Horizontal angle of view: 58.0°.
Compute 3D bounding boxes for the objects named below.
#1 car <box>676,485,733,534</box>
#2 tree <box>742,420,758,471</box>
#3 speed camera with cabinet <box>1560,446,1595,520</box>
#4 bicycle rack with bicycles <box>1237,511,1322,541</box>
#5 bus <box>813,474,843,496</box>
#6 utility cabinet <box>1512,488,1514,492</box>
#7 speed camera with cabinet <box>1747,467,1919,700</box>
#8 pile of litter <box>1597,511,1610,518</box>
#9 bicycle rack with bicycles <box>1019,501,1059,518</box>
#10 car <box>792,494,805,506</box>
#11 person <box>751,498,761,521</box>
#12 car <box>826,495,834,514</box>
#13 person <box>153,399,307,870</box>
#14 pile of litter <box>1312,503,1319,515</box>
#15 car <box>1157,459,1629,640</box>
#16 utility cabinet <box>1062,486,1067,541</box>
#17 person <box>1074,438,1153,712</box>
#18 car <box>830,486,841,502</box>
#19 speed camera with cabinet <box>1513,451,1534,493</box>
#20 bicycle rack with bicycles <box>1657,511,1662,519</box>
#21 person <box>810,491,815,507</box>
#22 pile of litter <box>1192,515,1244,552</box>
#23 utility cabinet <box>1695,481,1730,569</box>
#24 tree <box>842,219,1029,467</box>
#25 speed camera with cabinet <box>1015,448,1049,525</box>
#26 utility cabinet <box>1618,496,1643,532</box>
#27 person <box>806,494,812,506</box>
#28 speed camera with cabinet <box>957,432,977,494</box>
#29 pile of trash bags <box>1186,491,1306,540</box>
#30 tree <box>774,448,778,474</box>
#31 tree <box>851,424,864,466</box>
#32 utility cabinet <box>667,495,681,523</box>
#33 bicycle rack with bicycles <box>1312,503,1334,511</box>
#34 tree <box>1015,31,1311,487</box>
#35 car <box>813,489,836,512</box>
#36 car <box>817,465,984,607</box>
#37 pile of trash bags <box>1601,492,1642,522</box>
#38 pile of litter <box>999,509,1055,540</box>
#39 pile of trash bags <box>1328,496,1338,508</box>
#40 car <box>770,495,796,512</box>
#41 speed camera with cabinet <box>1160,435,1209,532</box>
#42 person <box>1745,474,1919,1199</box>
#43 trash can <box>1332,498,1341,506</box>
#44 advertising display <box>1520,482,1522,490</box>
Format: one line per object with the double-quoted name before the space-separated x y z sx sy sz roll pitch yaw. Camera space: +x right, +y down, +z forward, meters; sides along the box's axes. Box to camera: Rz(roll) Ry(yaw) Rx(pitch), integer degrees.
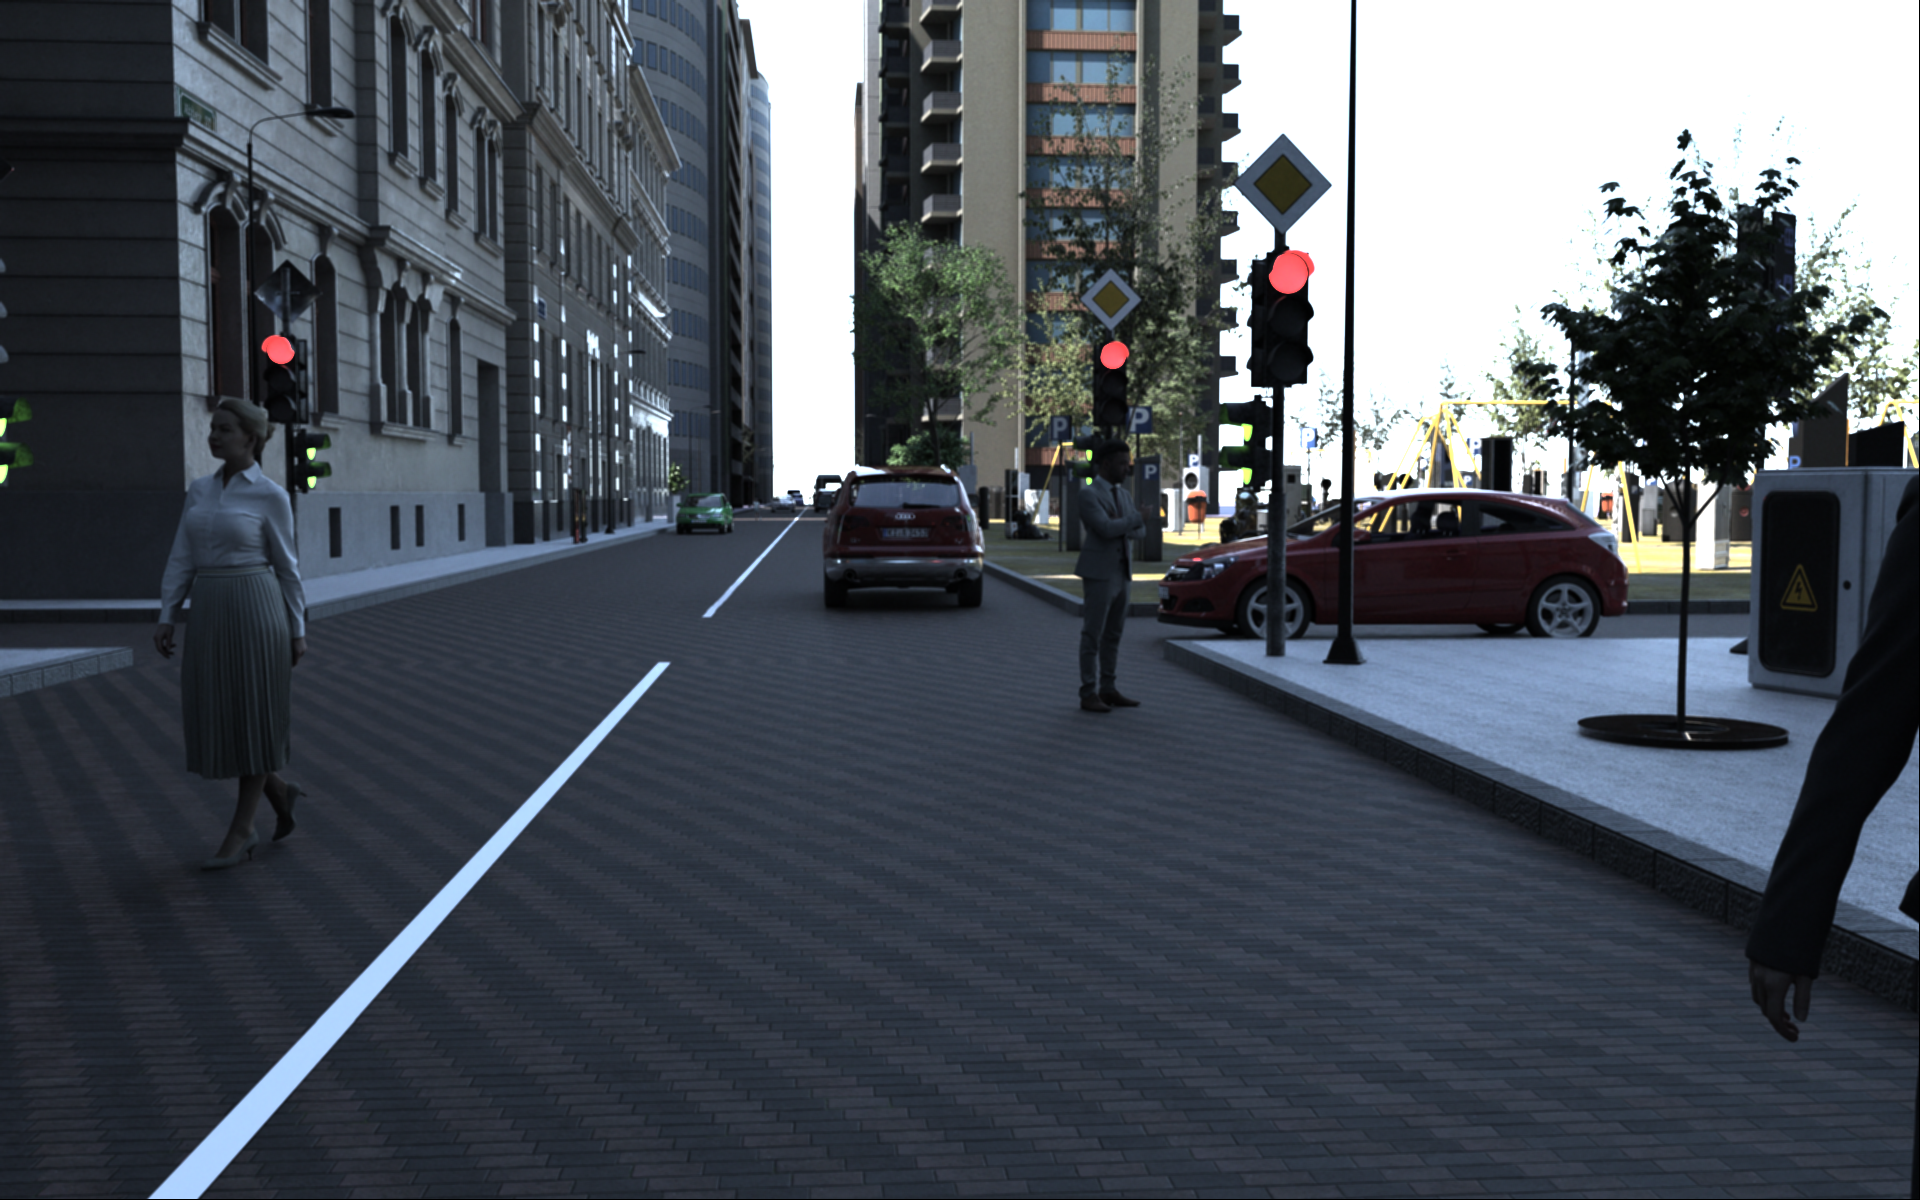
"car" -9.324 -3.339 63.391 1.959 1.807 4.718 0 4 -3
"tree" -22.069 -13.481 170.775 4.360 8.622 3.978 0 3 0
"speed camera with cabinet" 25.614 -4.740 71.842 2.038 3.252 0.660 -3 5 -45
"bicycle rack with bicycles" 6.146 -1.046 30.491 2.925 0.926 2.852 0 4 2
"bus" -12.514 -10.386 164.672 2.948 3.499 13.247 0 4 -5
"utility cabinet" 20.781 -3.570 67.054 1.173 1.500 0.318 0 4 7
"speed camera with cabinet" 5.778 -0.991 10.534 0.660 3.252 2.038 -1 4 -17
"pile of litter" 34.324 -4.749 91.616 1.719 0.858 1.176 -3 5 -43
"bicycle rack with bicycles" 3.933 -4.910 93.662 2.852 0.926 2.925 -2 4 -27
"car" -18.967 -11.744 201.604 1.945 1.707 3.694 0 4 -6
"person" -10.999 -4.884 93.368 0.505 1.210 0.382 -1 4 -22
"car" -7.970 -6.302 115.399 2.083 1.381 4.827 0 4 -5
"person" -2.820 0.115 6.846 0.478 1.798 0.641 1 4 20
"pile of litter" 20.489 -5.152 98.206 1.719 0.858 1.176 3 4 39
"car" 4.172 -0.484 16.950 4.494 1.783 2.155 0 4 -3
"utility cabinet" 3.308 -2.301 46.295 1.173 1.500 0.318 1 4 15
"person" 1.035 -0.173 11.513 0.466 1.800 0.511 2 4 27
"car" -5.129 -4.502 82.283 2.281 1.827 5.304 0 4 -5
"speed camera with cabinet" 26.008 -5.212 79.547 2.038 3.252 0.660 -3 5 -42
"bicycle rack with bicycles" 27.868 -3.242 66.390 2.852 0.926 2.925 0 4 -8
"person" -16.327 -11.278 192.981 0.705 1.814 1.350 1 4 20
"pile of litter" 5.269 -1.313 35.440 1.176 0.858 1.719 2 4 35
"utility cabinet" 12.846 -1.274 29.509 0.318 1.500 1.173 2 4 35
"tree" -0.968 -8.607 66.473 9.928 11.665 9.643 0 3 0
"speed camera with cabinet" 2.954 -4.833 73.352 0.660 3.252 2.038 -2 4 -34
"utility cabinet" 22.957 -2.927 59.024 1.020 1.237 0.306 -1 4 -14
"person" -17.824 -11.824 205.088 1.065 1.426 0.557 3 5 44
"speed camera with cabinet" 0.124 -3.770 55.975 0.660 3.252 2.038 0 4 -6
"pile of trash bags" 8.106 -2.406 49.097 3.447 1.369 1.912 0 4 -6
"tree" -28.508 -18.640 255.121 4.360 8.622 3.978 0 3 0
"tree" -9.335 -14.059 180.231 4.360 8.622 3.978 0 3 0
"utility cabinet" -12.689 -4.013 76.770 0.306 1.237 1.020 1 4 10
"bicycle rack with bicycles" 15.842 -3.644 72.956 2.925 0.926 2.852 -2 4 -33
"tree" 2.793 -4.794 28.739 4.360 8.622 3.978 0 3 0
"car" -10.479 -7.859 137.163 2.281 1.827 5.304 0 4 -6
"car" -0.819 -0.910 23.560 2.281 1.827 5.304 0 4 -3
"pile of trash bags" 30.589 -4.161 77.789 3.447 1.369 1.912 2 4 25
"pile of litter" 1.914 -2.154 49.184 1.176 0.858 1.719 -3 5 -39
"pile of trash bags" 21.357 -5.145 93.868 3.447 1.369 1.912 1 4 12
"car" -14.017 -7.644 137.339 2.083 1.381 4.827 0 4 -5
"speed camera with cabinet" 7.387 -3.909 58.240 0.660 3.252 2.038 -3 5 -45
"person" 1.291 0.420 2.060 0.576 1.772 0.534 -1 4 -16
"trash can" 12.917 -2.863 58.467 0.748 1.137 0.748 0 3 0
"advertising display" 29.280 -5.187 90.027 0.123 1.923 0.974 0 4 -1
